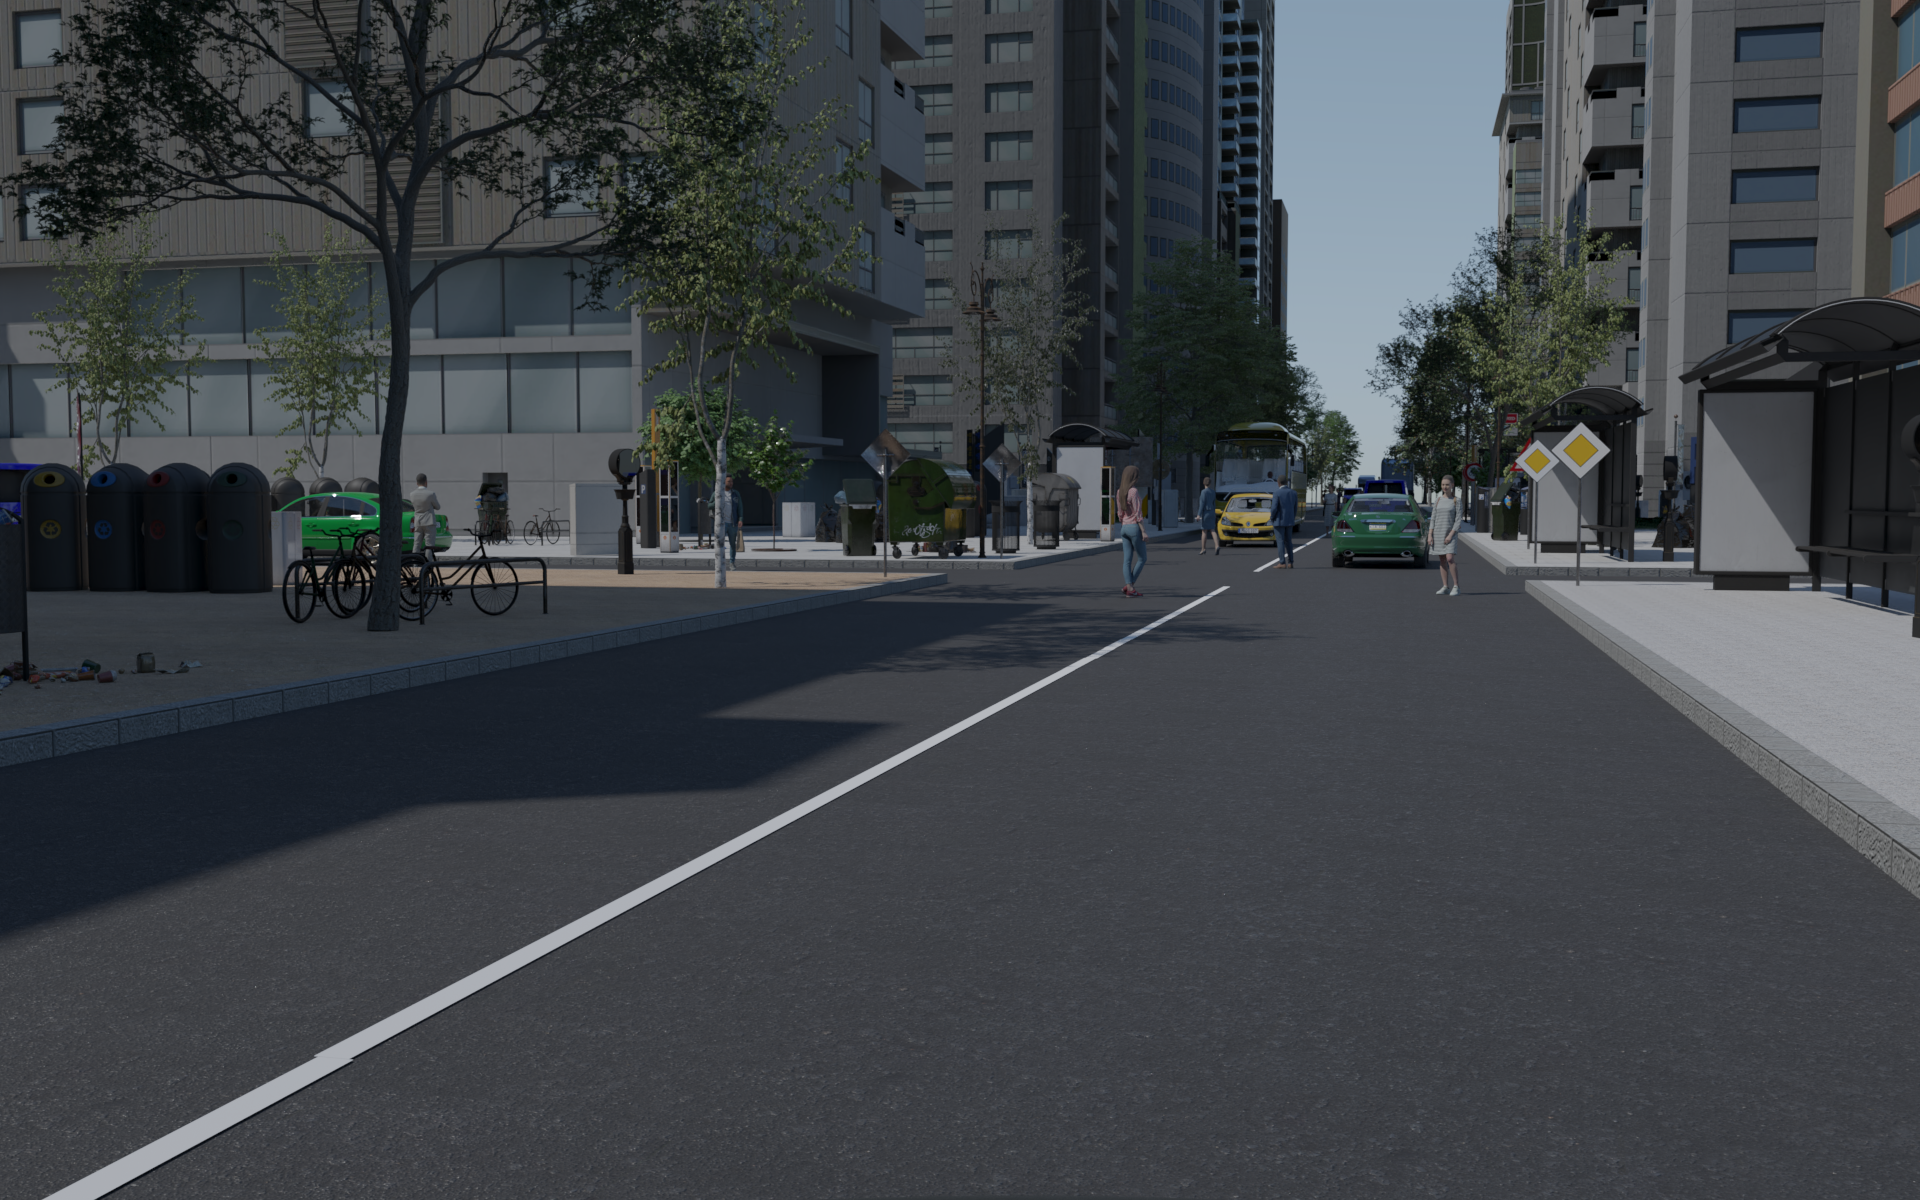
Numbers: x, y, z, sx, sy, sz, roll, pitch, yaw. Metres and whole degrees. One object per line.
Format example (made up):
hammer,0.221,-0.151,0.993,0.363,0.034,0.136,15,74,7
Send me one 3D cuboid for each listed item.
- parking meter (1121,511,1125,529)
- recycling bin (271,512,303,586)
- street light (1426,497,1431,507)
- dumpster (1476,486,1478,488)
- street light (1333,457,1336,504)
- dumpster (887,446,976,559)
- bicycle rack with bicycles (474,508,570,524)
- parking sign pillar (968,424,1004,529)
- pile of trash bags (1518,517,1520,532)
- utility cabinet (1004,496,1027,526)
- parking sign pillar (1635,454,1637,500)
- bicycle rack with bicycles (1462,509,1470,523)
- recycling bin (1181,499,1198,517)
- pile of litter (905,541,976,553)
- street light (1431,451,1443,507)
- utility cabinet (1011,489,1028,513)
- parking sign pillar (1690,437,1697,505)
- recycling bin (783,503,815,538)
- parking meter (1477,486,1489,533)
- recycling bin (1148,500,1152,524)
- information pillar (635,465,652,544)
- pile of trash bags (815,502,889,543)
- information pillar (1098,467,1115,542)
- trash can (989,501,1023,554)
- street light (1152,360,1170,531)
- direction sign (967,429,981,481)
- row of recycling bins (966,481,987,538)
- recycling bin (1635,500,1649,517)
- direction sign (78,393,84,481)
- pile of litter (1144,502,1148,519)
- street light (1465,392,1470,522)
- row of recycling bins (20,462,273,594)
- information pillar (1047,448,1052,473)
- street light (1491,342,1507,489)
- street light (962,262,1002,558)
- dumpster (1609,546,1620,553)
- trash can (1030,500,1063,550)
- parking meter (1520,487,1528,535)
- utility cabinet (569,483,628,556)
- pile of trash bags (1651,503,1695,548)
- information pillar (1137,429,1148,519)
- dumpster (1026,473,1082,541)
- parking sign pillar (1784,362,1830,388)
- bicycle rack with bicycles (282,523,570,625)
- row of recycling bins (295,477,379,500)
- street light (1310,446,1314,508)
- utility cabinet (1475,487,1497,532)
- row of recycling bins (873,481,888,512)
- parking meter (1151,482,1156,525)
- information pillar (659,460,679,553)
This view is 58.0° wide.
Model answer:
parking meter,6.039,-3.322,62.729,0.372,1.533,0.369,0,3,0
recycling bin,-9.803,-0.735,24.575,0.722,1.027,0.722,0,4,-3
street light,48.403,-12.539,177.795,0.468,5.910,1.993,1,4,14
dumpster,23.939,-4.441,78.366,1.264,1.857,1.865,1,4,14
street light,46.639,-14.832,215.292,0.468,5.910,1.993,1,4,14
dumpster,-0.623,-1.977,34.810,1.502,2.255,1.985,1,4,14
bicycle rack with bicycles,-11.236,-1.862,43.822,2.852,0.926,2.925,1,4,11
parking sign pillar,0.982,-4.672,64.854,1.447,3.967,1.447,-1,4,-20
pile of trash bags,19.429,-3.118,60.730,1.912,1.369,3.447,0,4,-2
utility cabinet,2.170,-3.553,69.256,1.020,1.237,0.306,-1,4,-13
parking sign pillar,30.915,-5.654,80.910,1.447,3.967,1.447,-3,5,-40
bicycle rack with bicycles,23.433,-3.807,75.630,2.925,0.926,2.852,1,4,11
recycling bin,12.959,-5.225,97.977,0.722,1.027,0.722,-2,4,-23
pile of litter,-0.404,-1.485,38.248,1.176,0.858,1.719,-3,4,-38
street light,41.820,-10.959,151.968,0.468,5.910,1.993,1,4,14
utility cabinet,2.990,-4.467,81.722,1.173,1.500,0.318,-2,4,-35
parking sign pillar,25.068,-4.270,58.289,1.447,3.967,1.447,0,4,-1
recycling bin,-4.789,-2.381,51.489,0.722,1.027,0.722,2,4,32
parking meter,17.240,-2.977,57.084,0.372,1.533,0.369,0,3,0
recycling bin,8.550,-3.779,74.335,0.722,1.027,0.722,3,4,36
information pillar,-8.105,-2.440,44.393,0.304,2.012,0.304,2,4,29
pile of trash bags,-2.075,-2.241,46.390,3.447,1.369,1.912,-2,4,-24
information pillar,3.982,-2.579,46.658,0.304,2.012,0.304,2,4,29
trash can,0.992,-1.577,37.435,0.748,1.137,0.748,0,3,0
street light,6.969,-5.341,60.111,0.468,5.910,1.993,1,4,14
direction sign,0.481,-4.198,60.633,0.379,3.537,0.876,-2,4,-32
row of recycling bins,0.152,-2.749,52.063,1.069,1.692,3.534,1,4,9
recycling bin,27.553,-3.550,70.604,0.722,1.027,0.722,-1,4,-9
direction sign,-19.810,-2.879,39.062,0.379,3.537,0.876,-2,4,-26
pile of litter,9.762,-4.674,90.387,1.719,0.858,1.176,1,4,12
street light,22.880,-6.445,78.158,0.468,5.910,1.993,1,4,14
row of recycling bins,-10.755,-0.967,22.923,3.534,1.692,1.069,1,4,10
information pillar,4.558,-5.864,87.225,0.504,3.616,0.183,3,5,41
street light,16.382,-4.884,52.649,0.468,5.910,1.993,1,4,14
street light,0.447,-3.784,34.655,0.468,5.910,1.993,1,4,14
dumpster,14.225,-2.019,38.766,1.264,1.857,1.865,1,4,14
trash can,2.005,-1.743,40.144,0.748,1.137,0.748,0,3,0
parking meter,17.794,-2.811,54.376,0.372,1.533,0.369,0,3,0
utility cabinet,-7.503,-1.670,35.988,1.173,1.500,0.318,-3,4,-37
pile of trash bags,18.409,-1.958,41.762,3.447,1.369,1.912,-2,4,-34
information pillar,6.549,-4.336,62.242,0.504,3.616,0.183,-3,5,-43
dumpster,2.582,-2.578,47.916,1.264,1.857,1.865,1,4,14
parking sign pillar,15.957,-2.738,33.240,1.447,3.967,1.447,2,4,35
bicycle rack with bicycles,-5.828,-0.289,18.101,2.852,0.926,2.925,2,4,30
row of recycling bins,-15.888,-2.147,42.214,3.534,1.692,1.069,-3,4,-36
street light,32.750,-11.513,161.020,0.468,5.910,1.993,1,4,14
utility cabinet,17.665,-3.014,57.956,0.318,1.500,1.173,-1,4,-12
row of recycling bins,-2.322,-2.840,53.551,1.069,1.692,3.534,-3,5,-40
parking meter,8.078,-4.006,71.204,0.255,1.863,0.399,-2,4,-32
information pillar,-6.329,-2.031,37.695,0.304,2.012,0.304,2,4,33
